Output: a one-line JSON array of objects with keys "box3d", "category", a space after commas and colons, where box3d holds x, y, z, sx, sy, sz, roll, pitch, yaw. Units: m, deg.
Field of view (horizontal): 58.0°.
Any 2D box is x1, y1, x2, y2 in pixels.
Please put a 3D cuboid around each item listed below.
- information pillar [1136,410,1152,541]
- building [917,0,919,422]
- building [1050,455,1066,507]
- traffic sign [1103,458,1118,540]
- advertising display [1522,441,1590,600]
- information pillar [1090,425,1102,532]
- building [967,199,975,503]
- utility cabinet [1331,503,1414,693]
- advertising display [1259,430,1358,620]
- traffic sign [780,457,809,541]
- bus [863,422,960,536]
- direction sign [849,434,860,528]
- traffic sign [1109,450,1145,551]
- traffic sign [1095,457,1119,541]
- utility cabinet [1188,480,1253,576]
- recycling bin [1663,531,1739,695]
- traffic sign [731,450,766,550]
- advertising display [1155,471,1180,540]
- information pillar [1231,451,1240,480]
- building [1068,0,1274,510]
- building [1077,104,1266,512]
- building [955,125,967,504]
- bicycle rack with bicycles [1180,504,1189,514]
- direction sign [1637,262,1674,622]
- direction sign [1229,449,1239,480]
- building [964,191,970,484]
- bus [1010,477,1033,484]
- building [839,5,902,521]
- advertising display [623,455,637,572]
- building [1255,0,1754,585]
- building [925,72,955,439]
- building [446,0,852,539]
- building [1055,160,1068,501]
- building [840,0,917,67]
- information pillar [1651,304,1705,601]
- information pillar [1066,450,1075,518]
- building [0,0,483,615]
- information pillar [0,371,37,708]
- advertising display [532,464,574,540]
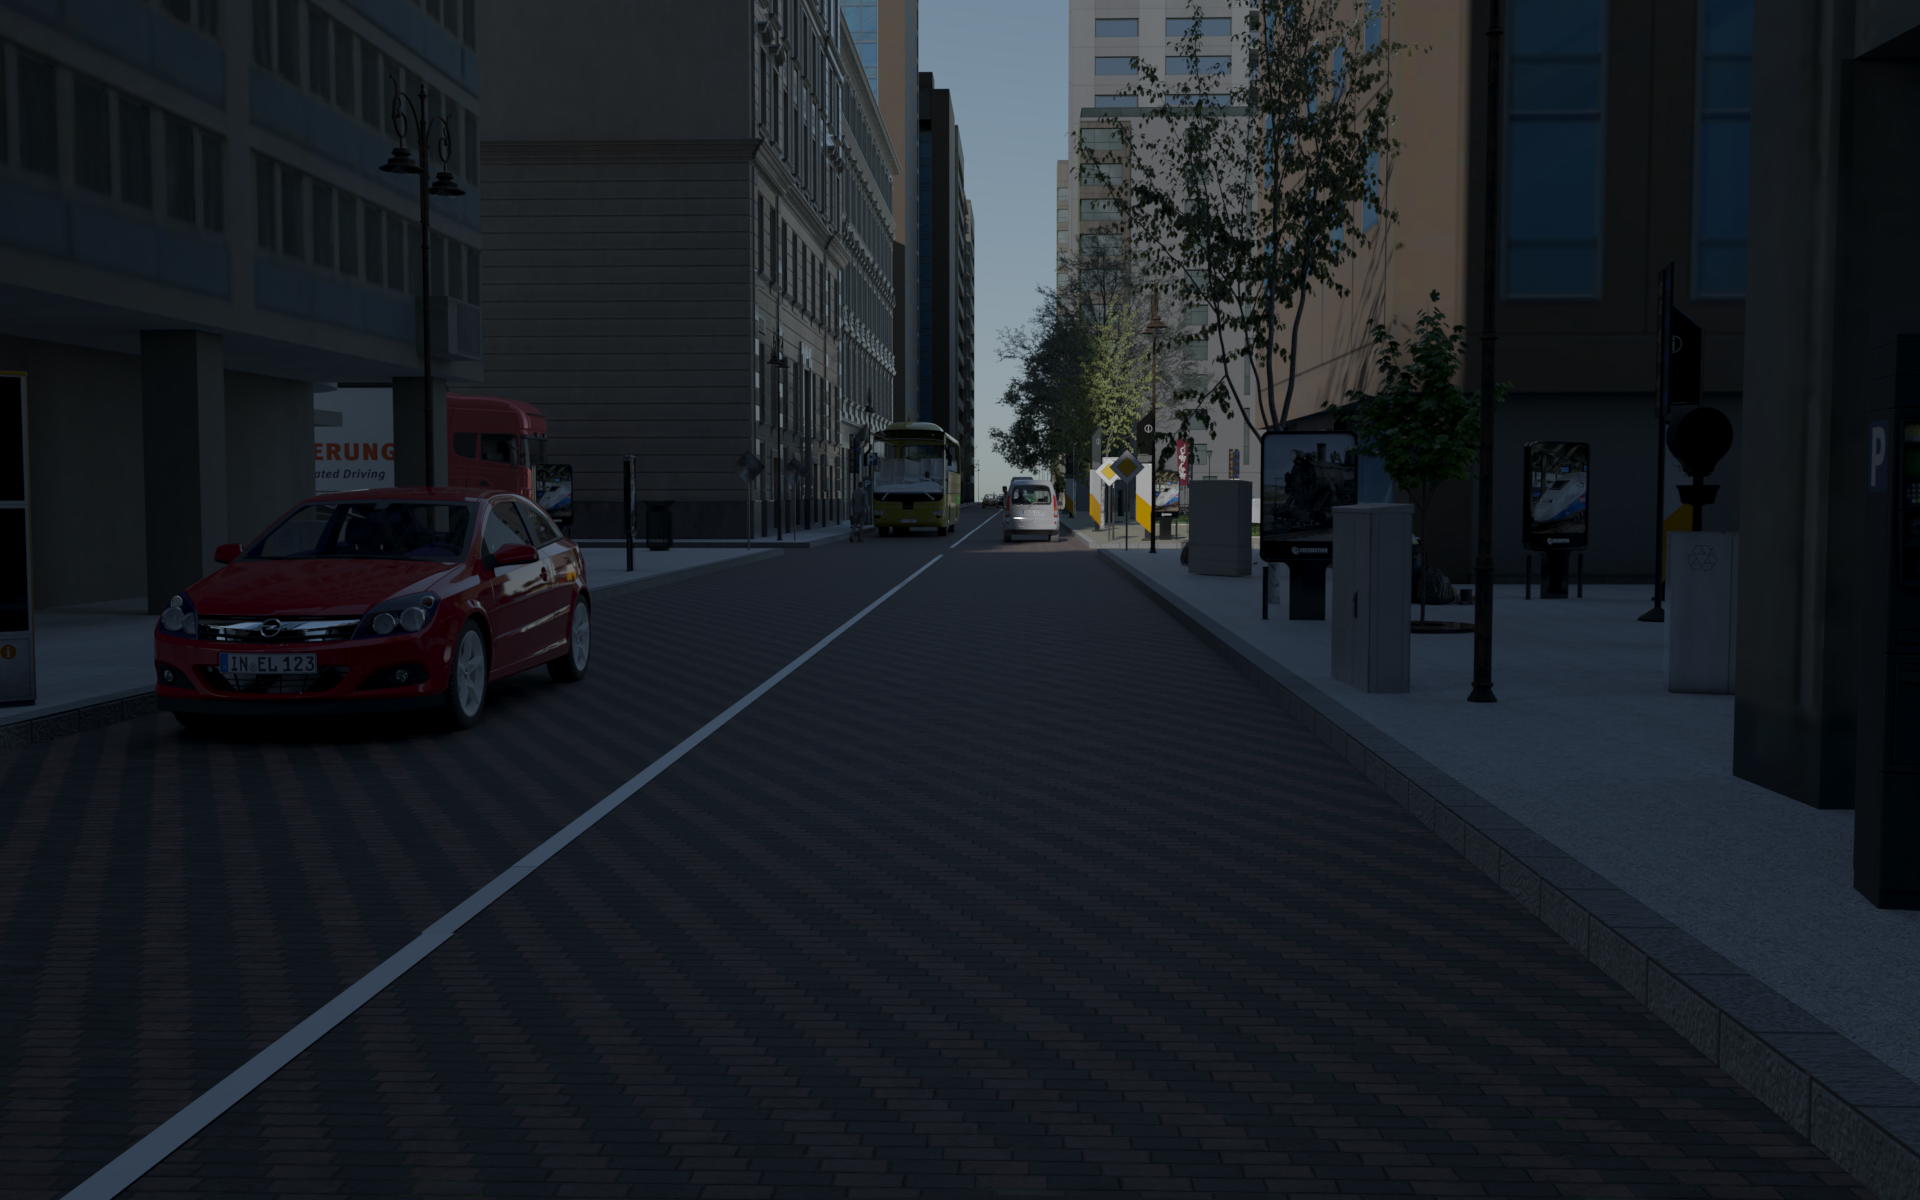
[{"box3d": [5.077, -3.428, 47.396, 0.504, 3.616, 0.183, 1, 4, 9], "category": "information pillar"}, {"box3d": [-12.308, -44.773, 170.288, 20.563, 71.187, 20.611, 0, 4, 2], "category": "building"}, {"box3d": [26.350, -23.915, 236.042, 27.650, 21.520, 28.899, 0, 4, 2], "category": "building"}, {"box3d": [4.302, -2.839, 48.543, 0.606, 2.300, 0.079, 0, 4, 8], "category": "traffic sign"}, {"box3d": [7.287, -0.976, 21.178, 0.974, 1.923, 0.123, -2, 4, -26], "category": "advertising display"}, {"box3d": [4.625, -4.138, 59.008, 0.183, 3.616, 0.504, 3, 5, 45], "category": "information pillar"}, {"box3d": [-8.679, -39.507, 269.643, 21.300, 48.544, 21.600, 0, 4, 2], "category": "building"}, {"box3d": [2.744, -0.028, 11.618, 0.306, 1.237, 1.020, 0, 4, -1], "category": "utility cabinet"}, {"box3d": [3.537, -0.757, 17.593, 0.974, 1.923, 0.123, 1, 4, 10], "category": "advertising display"}, {"box3d": [-4.530, -2.679, 47.446, 0.795, 2.450, 0.064, 0, 4, 2], "category": "traffic sign"}, {"box3d": [-1.478, -4.342, 62.544, 2.896, 3.916, 12.252, 0, 4, 2], "category": "bus"}, {"box3d": [-3.970, -4.481, 65.260, 0.379, 3.537, 0.876, 1, 4, 20], "category": "direction sign"}, {"box3d": [3.767, -2.171, 39.134, 0.795, 2.450, 0.064, 0, 4, 2], "category": "traffic sign"}, {"box3d": [4.058, -2.659, 47.113, 0.795, 2.450, 0.064, 0, 4, 2], "category": "traffic sign"}, {"box3d": [4.094, -1.134, 27.221, 0.318, 1.500, 1.173, -2, 4, -32], "category": "utility cabinet"}, {"box3d": [5.030, 0.073, 11.365, 0.722, 1.027, 0.722, 1, 4, 19], "category": "recycling bin"}, {"box3d": [-4.820, -2.191, 39.466, 0.795, 2.450, 0.064, 0, 4, 2], "category": "traffic sign"}, {"box3d": [5.733, -2.636, 48.307, 0.974, 1.923, 0.123, -3, 4, -36], "category": "advertising display"}, {"box3d": [15.004, -6.302, 94.397, 0.504, 3.616, 0.183, -1, 4, -10], "category": "information pillar"}, {"box3d": [20.046, -37.352, 152.705, 21.231, 58.520, 28.212, 0, 4, 2], "category": "building"}, {"box3d": [15.957, -22.072, 132.575, 14.160, 30.474, 14.107, 0, 4, 2], "category": "building"}, {"box3d": [-10.487, -36.320, 217.529, 21.300, 48.544, 21.600, 0, 4, 2], "category": "building"}, {"box3d": [12.346, -4.731, 90.740, 2.925, 0.926, 2.852, 2, 4, 27], "category": "bicycle rack with bicycles"}, {"box3d": [7.044, -1.553, 17.384, 0.379, 3.537, 0.876, 1, 4, 14], "category": "direction sign"}, {"box3d": [13.737, -5.810, 86.993, 0.379, 3.537, 0.876, 3, 5, 41], "category": "direction sign"}, {"box3d": [-9.943, -36.030, 243.722, 22.147, 44.769, 28.867, 0, 4, 2], "category": "building"}, {"box3d": [6.933, -11.886, 189.202, 2.948, 3.499, 13.247, 0, 4, 3], "category": "bus"}, {"box3d": [-13.011, -19.486, 95.015, 17.030, 29.872, 44.131, 0, 4, 2], "category": "building"}, {"box3d": [-5.519, -1.454, 28.986, 0.123, 1.923, 0.974, 0, 4, -5], "category": "advertising display"}, {"box3d": [13.154, -23.216, 29.695, 14.600, 45.320, 14.200, 0, 4, 2], "category": "building"}, {"box3d": [-7.737, -32.921, 188.373, 14.600, 45.320, 14.200, 0, 4, 2], "category": "building"}, {"box3d": [-11.015, -16.097, 60.444, 12.463, 27.353, 25.104, 0, 4, 2], "category": "building"}, {"box3d": [18.872, -32.456, 214.244, 14.154, 41.232, 14.086, 0, 4, 2], "category": "building"}, {"box3d": [-10.518, -29.310, 129.335, 14.600, 45.320, 14.200, 0, 4, 2], "category": "building"}, {"box3d": [8.557, -1.789, 20.603, 0.183, 3.616, 0.504, -3, 5, -45], "category": "information pillar"}, {"box3d": [5.897, -6.206, 92.822, 0.504, 3.616, 0.183, 2, 4, 32], "category": "information pillar"}, {"box3d": [-19.110, -20.045, 19.612, 23.993, 40.220, 32.217, 0, 4, 2], "category": "building"}, {"box3d": [-5.805, -0.364, 10.439, 0.304, 2.012, 0.304, 3, 5, 45], "category": "information pillar"}, {"box3d": [-8.709, -1.949, 37.077, 0.123, 1.923, 0.974, 3, 5, 40], "category": "advertising display"}]
